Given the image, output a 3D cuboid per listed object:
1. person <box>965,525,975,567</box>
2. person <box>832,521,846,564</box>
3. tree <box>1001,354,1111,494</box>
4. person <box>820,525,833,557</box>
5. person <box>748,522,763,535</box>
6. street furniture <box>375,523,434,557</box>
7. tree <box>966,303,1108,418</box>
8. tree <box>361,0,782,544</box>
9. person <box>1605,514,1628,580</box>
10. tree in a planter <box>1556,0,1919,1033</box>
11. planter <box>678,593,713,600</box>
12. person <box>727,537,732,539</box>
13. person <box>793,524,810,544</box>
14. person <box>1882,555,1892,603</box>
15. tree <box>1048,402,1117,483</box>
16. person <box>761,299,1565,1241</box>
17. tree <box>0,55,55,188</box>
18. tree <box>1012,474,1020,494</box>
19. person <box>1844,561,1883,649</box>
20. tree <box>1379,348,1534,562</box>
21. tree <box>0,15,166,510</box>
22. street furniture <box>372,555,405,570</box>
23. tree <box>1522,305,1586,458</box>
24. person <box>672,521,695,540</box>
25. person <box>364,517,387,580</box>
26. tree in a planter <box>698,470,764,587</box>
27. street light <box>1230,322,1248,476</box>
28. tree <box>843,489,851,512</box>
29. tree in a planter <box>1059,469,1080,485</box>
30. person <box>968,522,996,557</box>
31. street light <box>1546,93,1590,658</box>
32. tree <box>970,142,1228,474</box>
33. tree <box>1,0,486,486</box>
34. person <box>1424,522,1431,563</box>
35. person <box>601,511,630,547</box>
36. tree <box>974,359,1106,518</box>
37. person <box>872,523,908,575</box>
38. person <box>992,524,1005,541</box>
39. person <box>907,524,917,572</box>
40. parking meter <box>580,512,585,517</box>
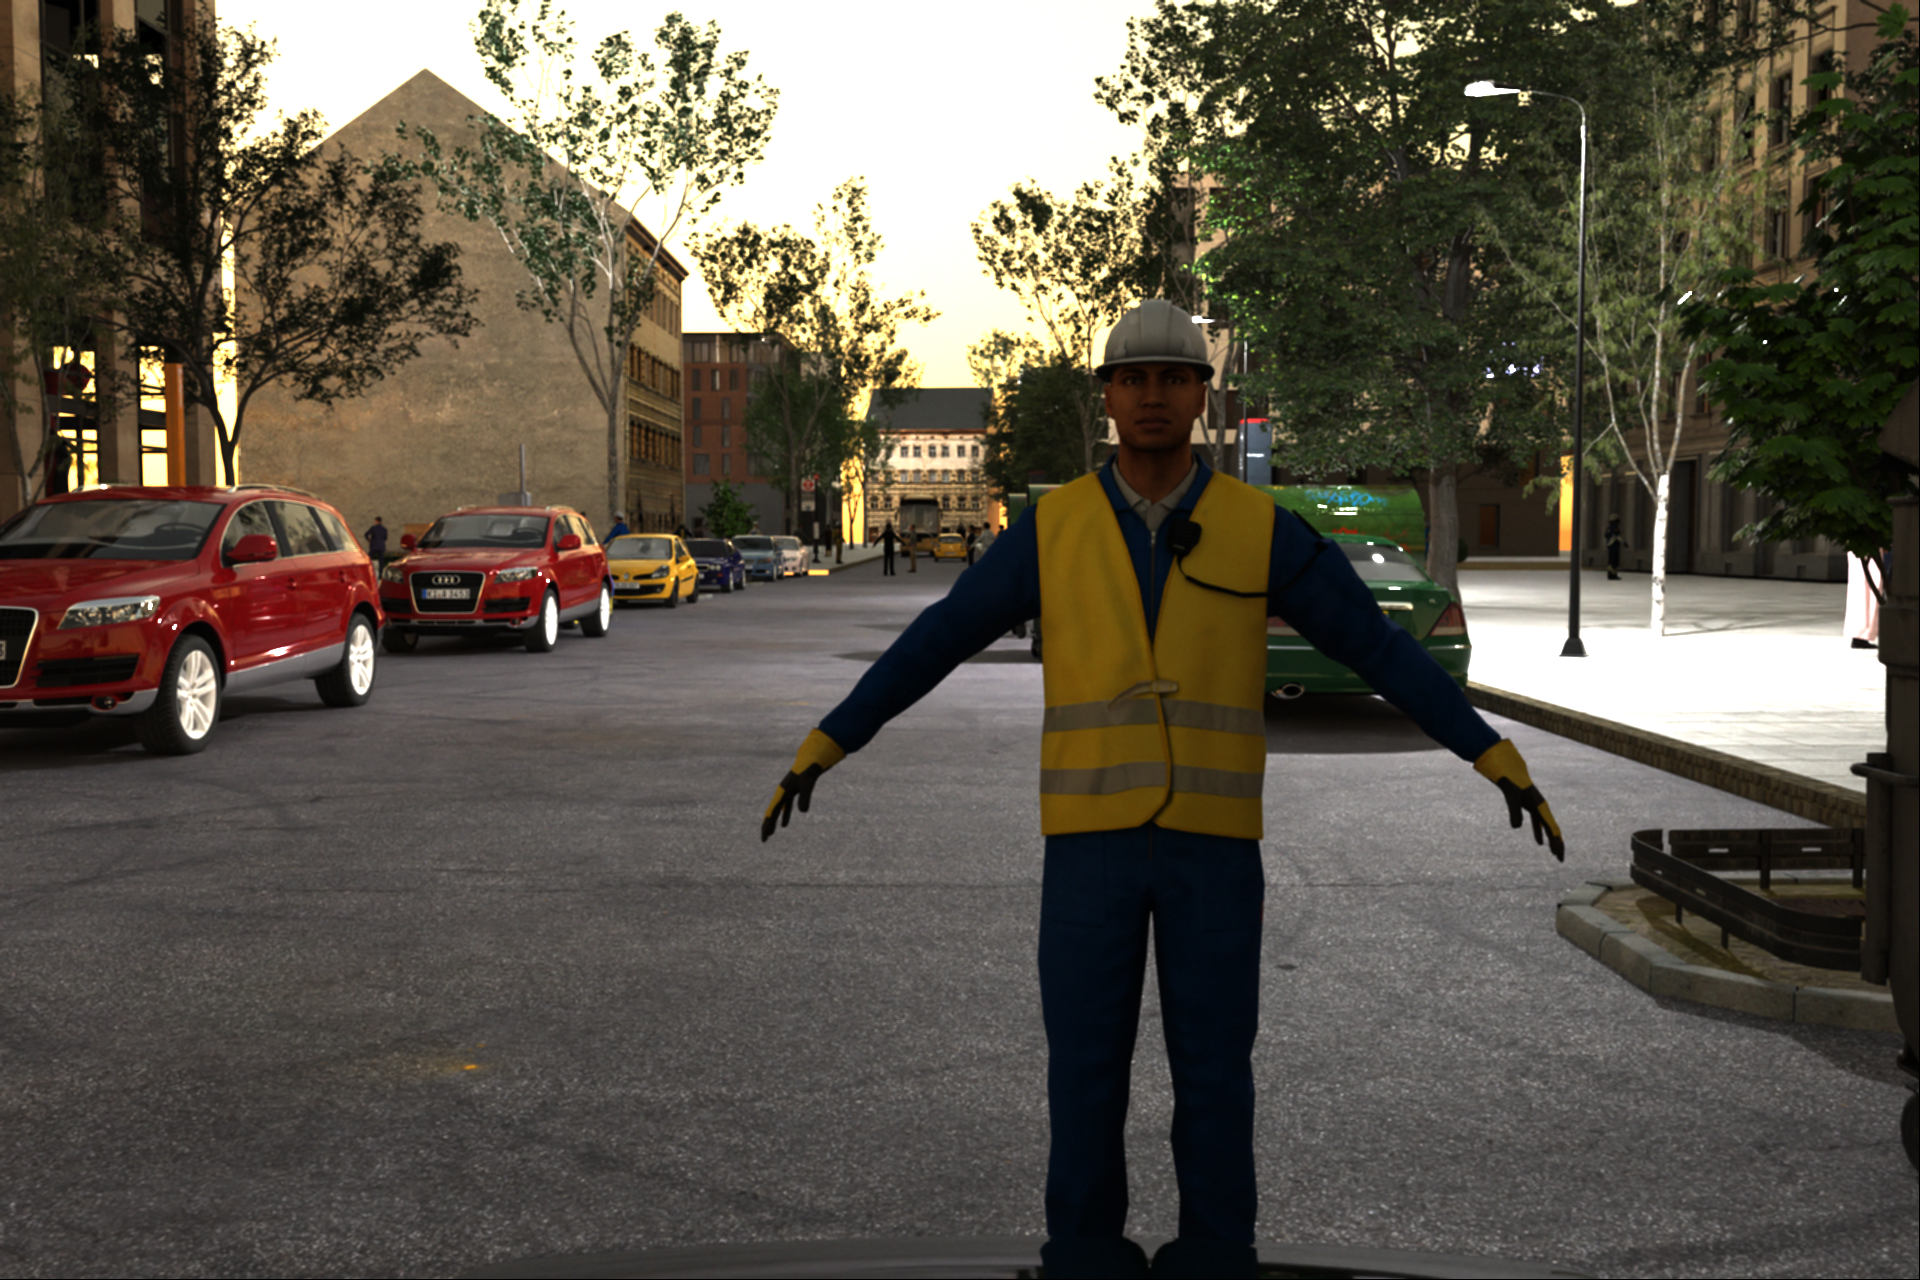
[{"bbox_3d":[0.301,-3.043,58.924,0.721,1.740,1.216,0,4,6],"label":"person"},{"bbox_3d":[-5.189,-4.216,74.707,0.705,1.858,1.354,-1,4,-17],"label":"person"},{"bbox_3d":[6.202,-11.719,109.730,7.486,12.596,7.792,0,3,0],"label":"tree"},{"bbox_3d":[-7.509,-5.647,98.473,1.346,1.812,0.704,-3,5,-43],"label":"person"},{"bbox_3d":[-8.934,-4.285,75.911,1.347,1.847,0.705,3,4,36],"label":"person"},{"bbox_3d":[-22.514,-4.193,75.403,11.010,1.723,9.812,-3,4,-37],"label":"street furniture"},{"bbox_3d":[7.150,-17.447,141.154,12.611,20.169,13.585,0,3,0],"label":"tree"},{"bbox_3d":[-13.343,-12.434,59.185,12.611,20.169,13.585,0,3,0],"label":"tree"},{"bbox_3d":[18.391,-2.616,48.639,0.704,1.845,1.351,0,4,-1],"label":"person"},{"bbox_3d":[3.154,-0.525,5.801,1.991,3.239,1.994,0,3,0],"label":"tree in a planter"},{"bbox_3d":[-6.550,-1.057,38.429,1.991,0.319,1.994,0,3,0],"label":"planter"},{"bbox_3d":[-12.482,-5.370,94.016,0.704,1.802,1.346,-1,4,-9],"label":"person"},{"bbox_3d":[-8.206,-5.049,88.822,1.348,1.796,0.705,3,5,41],"label":"person"},{"bbox_3d":[17.209,-1.583,31.799,0.709,1.838,0.599,-3,5,-43],"label":"person"},{"bbox_3d":[6.260,-8.942,96.556,4.360,8.622,3.978,0,3,0],"label":"tree"},{"bbox_3d":[0.333,0.331,3.011,1.349,1.833,0.705,0,4,8],"label":"person"},{"bbox_3d":[-12.247,-4.903,14.575,7.601,10.594,8.767,3,5,39],"label":"tree"},{"bbox_3d":[5.436,-12.558,155.681,4.360,8.622,3.978,0,3,0],"label":"tree"},{"bbox_3d":[10.200,-0.778,19.428,0.621,1.740,0.551,-2,4,-33],"label":"person"},{"bbox_3d":[22.234,-8.793,78.184,7.601,10.594,8.767,1,4,21],"label":"tree"},{"bbox_3d":[-12.427,-4.456,23.217,4.360,8.622,3.978,0,3,0],"label":"tree"},{"bbox_3d":[-19.531,-2.924,63.434,10.072,0.657,5.734,-1,4,-8],"label":"street furniture"},{"bbox_3d":[25.656,-8.697,67.953,9.928,11.665,9.643,0,3,0],"label":"tree"},{"bbox_3d":[-12.048,-4.236,75.044,1.354,1.856,0.705,-1,4,-15],"label":"person"},{"bbox_3d":[-16.394,-2.567,48.456,0.568,1.767,0.683,3,5,44],"label":"person"},{"bbox_3d":[-6.498,-3.111,48.088,1.991,3.239,1.994,0,4,0],"label":"tree in a planter"},{"bbox_3d":[6.640,-3.943,37.006,1.470,5.913,1.316,0,4,0],"label":"street light"},{"bbox_3d":[-21.313,-21.309,258.778,12.009,13.543,11.850,0,3,0],"label":"tree"},{"bbox_3d":[3.194,-3.050,47.088,1.991,3.239,1.994,0,4,-1],"label":"tree in a planter"},{"bbox_3d":[0.836,-2.867,55.518,1.347,1.806,0.705,-3,5,-41],"label":"person"},{"bbox_3d":[6.961,-2.776,17.933,1.470,5.913,1.316,0,4,0],"label":"street light"},{"bbox_3d":[7.584,-13.882,82.852,12.611,20.169,13.585,0,3,0],"label":"tree"},{"bbox_3d":[-12.496,-5.837,29.853,8.767,10.594,7.601,-1,4,-16],"label":"tree"},{"bbox_3d":[21.019,-4.405,78.145,0.704,1.817,1.347,0,4,2],"label":"person"},{"bbox_3d":[-8.438,-2.256,42.764,0.705,1.842,1.347,1,4,22],"label":"person"},{"bbox_3d":[5.986,-13.268,123.586,9.857,13.997,8.962,0,3,0],"label":"tree"},{"bbox_3d":[-2.449,-3.142,60.009,1.347,1.806,0.705,1,4,20],"label":"person"},{"bbox_3d":[2.322,-5.626,98.135,0.704,1.843,1.345,3,5,39],"label":"person"},{"bbox_3d":[-1.792,-3.432,64.834,0.705,1.796,1.348,-1,4,-11],"label":"person"},{"bbox_3d":[-10.039,-2.431,45.463,0.399,1.863,0.255,0,4,1],"label":"parking meter"}]
